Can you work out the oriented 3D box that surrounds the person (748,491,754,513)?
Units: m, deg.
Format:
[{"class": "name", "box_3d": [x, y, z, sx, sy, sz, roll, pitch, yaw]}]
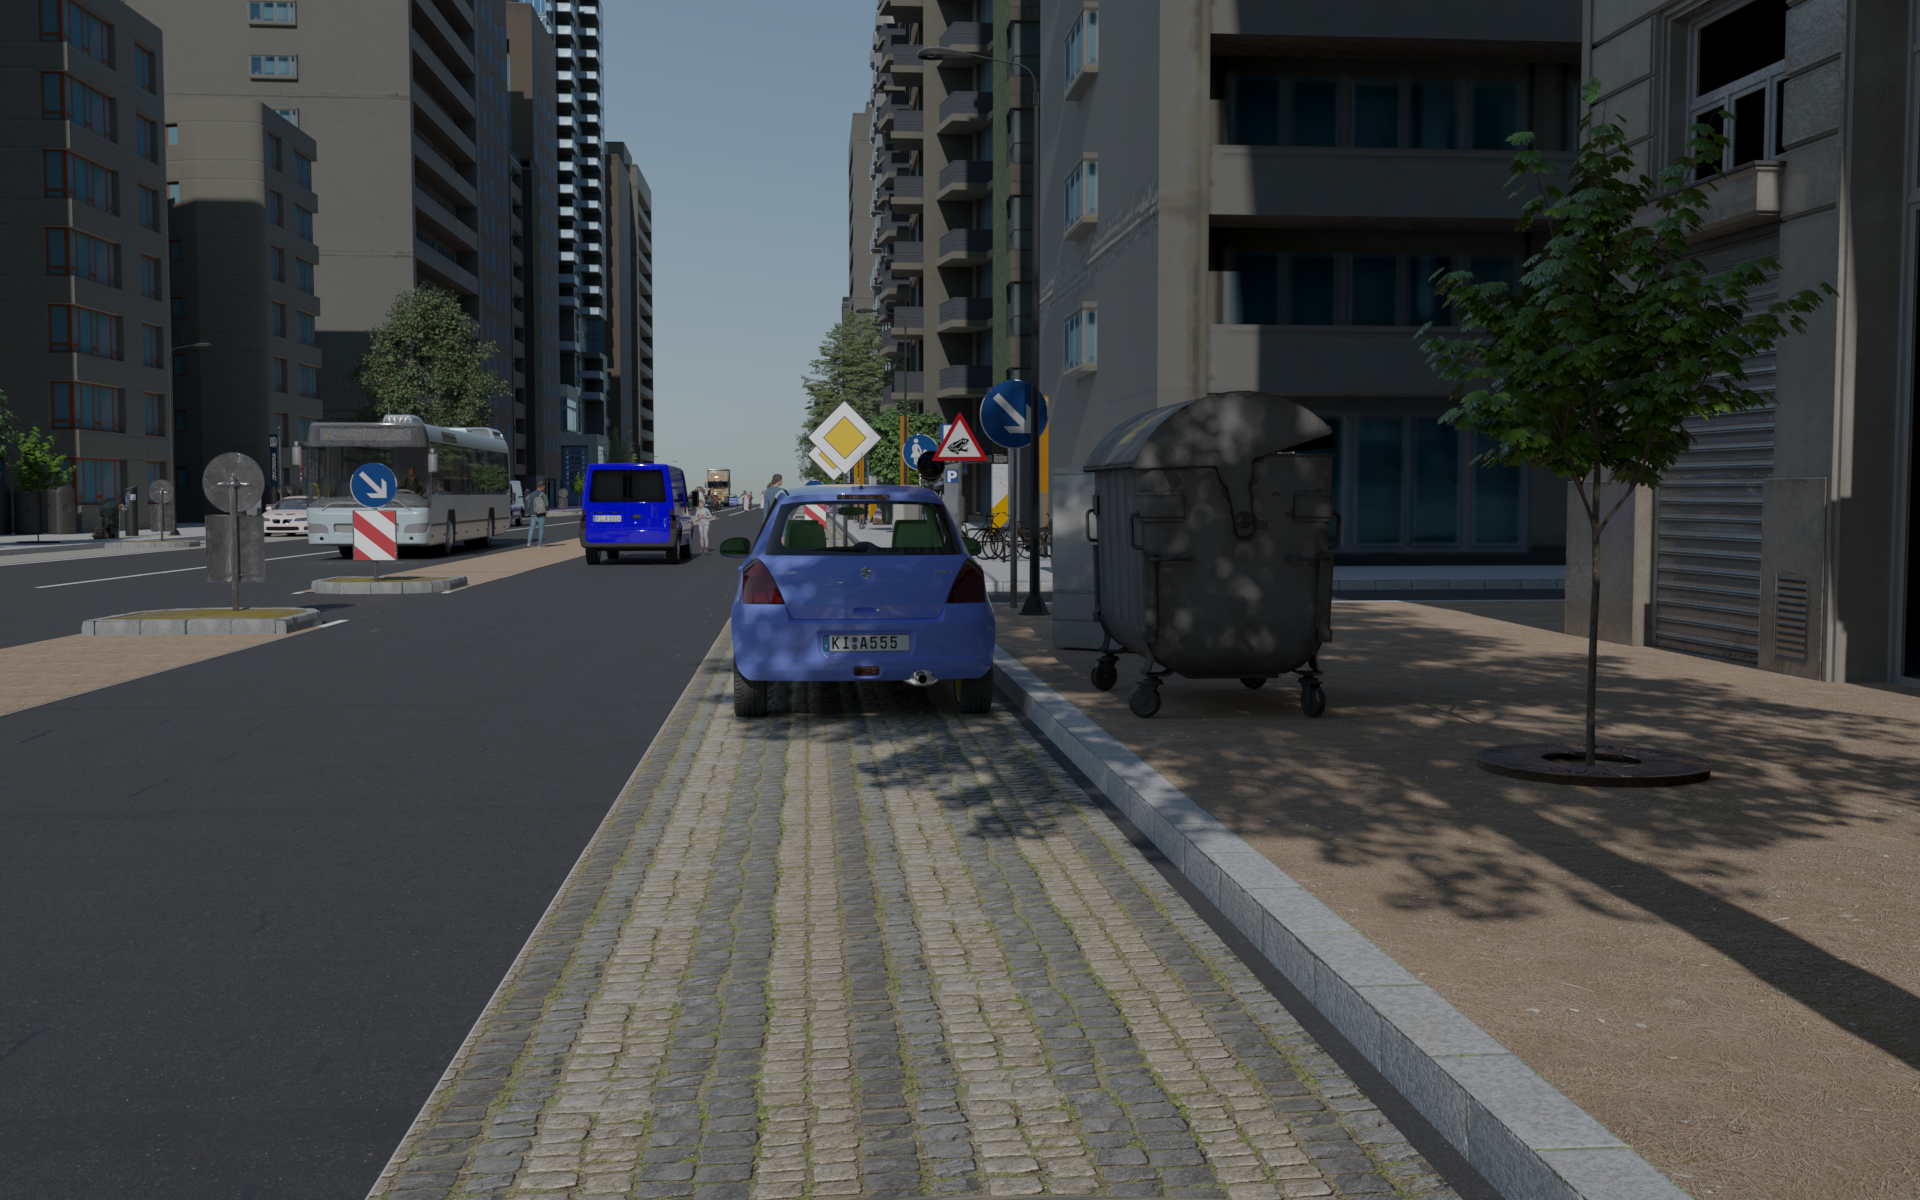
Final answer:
[{"class": "person", "box_3d": [-15.825, -7.425, 131.360, 0.415, 1.643, 0.593, -2, 4, -35]}]

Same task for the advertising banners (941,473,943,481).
[{"class": "advertising banners", "box_3d": [-0.600, -3.321, 50.485, 0.090, 3.025, 2.074, 0, 4, 6]}]

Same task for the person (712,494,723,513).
[{"class": "person", "box_3d": [-18.734, -7.401, 132.769, 1.065, 1.426, 0.557, 1, 4, 11]}]

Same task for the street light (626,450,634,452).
[{"class": "street light", "box_3d": [-35.194, -12.927, 183.903, 1.470, 5.913, 1.316, 0, 4, -5]}]

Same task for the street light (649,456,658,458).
[{"class": "street light", "box_3d": [-37.755, -14.682, 212.595, 1.470, 5.913, 1.316, 0, 4, -5]}]

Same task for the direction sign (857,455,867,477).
[{"class": "direction sign", "box_3d": [-4.577, -5.366, 79.728, 0.379, 3.537, 0.876, 3, 4, 36]}]

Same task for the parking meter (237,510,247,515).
[{"class": "parking meter", "box_3d": [-28.388, -3.834, 68.404, 0.255, 1.863, 0.399, 1, 4, 10]}]

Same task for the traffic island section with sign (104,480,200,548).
[{"class": "traffic island section with sign", "box_3d": [-21.649, -2.323, 46.604, 1.989, 1.847, 2.006, 0, 4, -5]}]

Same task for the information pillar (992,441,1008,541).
[{"class": "information pillar", "box_3d": [1.089, -3.459, 47.912, 0.504, 3.616, 0.183, -2, 4, -29]}]

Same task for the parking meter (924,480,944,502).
[{"class": "parking meter", "box_3d": [-0.469, -1.401, 31.325, 0.372, 1.533, 0.369, 0, 3, 0]}]

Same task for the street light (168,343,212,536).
[{"class": "street light", "box_3d": [-23.708, -4.943, 53.353, 1.470, 5.913, 1.316, 0, 4, -5]}]

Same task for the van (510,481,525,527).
[{"class": "van", "box_3d": [-20.496, -4.399, 76.301, 2.240, 2.365, 5.245, 0, 4, -7]}]

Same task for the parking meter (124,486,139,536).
[{"class": "parking meter", "box_3d": [-25.231, -2.711, 52.732, 0.372, 1.533, 0.369, 0, 3, 0]}]

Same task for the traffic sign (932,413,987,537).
[{"class": "traffic sign", "box_3d": [-0.003, -1.699, 27.779, 0.884, 2.594, 0.081, 0, 4, 2]}]

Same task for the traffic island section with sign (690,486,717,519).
[{"class": "traffic island section with sign", "box_3d": [-15.166, -5.660, 100.670, 2.006, 1.907, 1.989, 0, 4, -5]}]

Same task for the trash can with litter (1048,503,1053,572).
[{"class": "trash can with litter", "box_3d": [1.947, -1.027, 28.177, 1.055, 1.170, 0.624, 0, 4, 6]}]

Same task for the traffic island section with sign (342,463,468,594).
[{"class": "traffic island section with sign", "box_3d": [-8.568, -1.082, 25.820, 2.006, 1.907, 1.989, 0, 4, -5]}]

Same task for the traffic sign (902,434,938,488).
[{"class": "traffic sign", "box_3d": [-0.844, -2.252, 36.918, 0.768, 2.556, 0.104, 0, 4, -3]}]

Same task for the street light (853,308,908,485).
[{"class": "street light", "box_3d": [-1.904, -4.336, 43.434, 1.470, 5.913, 1.316, 0, 4, -5]}]

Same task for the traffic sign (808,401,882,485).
[{"class": "traffic sign", "box_3d": [-1.242, -0.922, 18.710, 0.795, 2.450, 0.064, 0, 4, -5]}]

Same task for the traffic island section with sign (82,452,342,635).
[{"class": "traffic island section with sign", "box_3d": [-7.928, -0.630, 18.441, 2.006, 1.907, 1.989, 0, 4, -5]}]

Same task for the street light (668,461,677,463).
[{"class": "street light", "box_3d": [-40.286, -16.500, 242.309, 1.470, 5.913, 1.316, 0, 4, -5]}]

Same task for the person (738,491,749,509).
[{"class": "person", "box_3d": [-20.132, -9.329, 161.547, 1.217, 1.766, 0.721, 0, 4, -3]}]

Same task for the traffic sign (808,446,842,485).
[{"class": "traffic sign", "box_3d": [-1.942, -1.408, 26.665, 0.795, 2.450, 0.064, 0, 4, -5]}]

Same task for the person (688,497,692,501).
[{"class": "person", "box_3d": [-21.609, -7.779, 135.714, 0.705, 1.821, 1.348, 3, 5, 42]}]

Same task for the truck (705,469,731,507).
[{"class": "truck", "box_3d": [-27.179, -12.610, 195.083, 2.839, 4.237, 11.283, 0, 4, -7]}]

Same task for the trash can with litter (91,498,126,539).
[{"class": "trash can with litter", "box_3d": [-24.419, -2.340, 49.643, 0.624, 1.170, 1.055, 0, 4, -1]}]

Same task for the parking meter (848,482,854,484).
[{"class": "parking meter", "box_3d": [-5.390, -4.896, 85.754, 0.255, 1.863, 0.399, -2, 4, -28]}]

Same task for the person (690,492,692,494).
[{"class": "person", "box_3d": [-34.251, -12.963, 220.967, 0.721, 1.766, 1.217, 1, 4, 21]}]

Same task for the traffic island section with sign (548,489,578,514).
[{"class": "traffic island section with sign", "box_3d": [-28.488, -7.082, 124.415, 1.989, 1.847, 2.006, 0, 4, -5]}]

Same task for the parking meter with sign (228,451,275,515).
[{"class": "parking meter with sign", "box_3d": [-28.828, -4.543, 70.537, 1.738, 3.016, 0.543, -2, 4, -28]}]

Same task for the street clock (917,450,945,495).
[{"class": "street clock", "box_3d": [-0.483, -1.484, 28.836, 0.471, 2.002, 0.358, 0, 4, -2]}]

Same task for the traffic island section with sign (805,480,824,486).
[{"class": "traffic island section with sign", "box_3d": [-4.230, -2.482, 49.211, 1.989, 1.847, 2.006, 0, 4, -5]}]

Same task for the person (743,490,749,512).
[{"class": "person", "box_3d": [-17.508, -8.091, 141.463, 0.551, 1.740, 0.621, 1, 4, 12]}]

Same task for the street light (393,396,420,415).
[{"class": "street light", "box_3d": [-26.184, -6.688, 81.896, 1.470, 5.913, 1.316, 0, 4, -5]}]

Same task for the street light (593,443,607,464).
[{"class": "street light", "box_3d": [-32.957, -11.365, 158.356, 1.470, 5.913, 1.316, 0, 4, -5]}]

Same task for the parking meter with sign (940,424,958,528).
[{"class": "parking meter with sign", "box_3d": [-0.221, -2.823, 42.416, 0.543, 3.016, 1.738, 0, 3, 0]}]

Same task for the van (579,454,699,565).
[{"class": "van", "box_3d": [-6.779, -1.982, 36.787, 2.240, 2.365, 5.245, 0, 4, -5]}]

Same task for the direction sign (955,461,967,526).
[{"class": "direction sign", "box_3d": [0.041, -4.767, 69.944, 0.379, 3.537, 0.876, 2, 4, 34]}]

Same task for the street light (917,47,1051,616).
[{"class": "street light", "box_3d": [0.255, -2.793, 18.210, 1.470, 5.913, 1.316, 0, 4, -5]}]

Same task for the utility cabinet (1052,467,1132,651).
[{"class": "utility cabinet", "box_3d": [1.344, -0.331, 14.083, 1.173, 1.500, 0.318, 2, 4, 31]}]

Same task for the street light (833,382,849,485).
[{"class": "street light", "box_3d": [-4.574, -6.094, 72.173, 1.470, 5.913, 1.316, 0, 4, -5]}]

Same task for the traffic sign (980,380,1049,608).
[{"class": "traffic sign", "box_3d": [0.604, -1.180, 19.398, 0.768, 2.556, 0.104, 0, 4, 1]}]

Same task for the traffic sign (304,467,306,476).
[{"class": "traffic sign", "box_3d": [-25.759, -4.218, 69.078, 0.768, 2.556, 0.104, 0, 4, -4]}]

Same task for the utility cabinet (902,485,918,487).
[{"class": "utility cabinet", "box_3d": [-1.283, -2.036, 41.970, 0.318, 1.500, 1.173, 1, 4, 20]}]

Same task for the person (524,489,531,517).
[{"class": "person", "box_3d": [-26.349, -5.897, 105.590, 0.621, 1.740, 0.551, -2, 4, -30]}]

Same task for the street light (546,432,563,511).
[{"class": "street light", "box_3d": [-30.366, -9.607, 129.621, 1.470, 5.913, 1.316, 0, 4, -5]}]

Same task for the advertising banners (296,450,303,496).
[{"class": "advertising banners", "box_3d": [-25.261, -4.284, 66.224, 0.090, 3.025, 2.074, -2, 4, -26]}]

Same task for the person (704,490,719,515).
[{"class": "person", "box_3d": [-16.787, -6.551, 116.336, 1.217, 1.735, 0.721, 1, 4, 14]}]

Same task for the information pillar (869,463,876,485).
[{"class": "information pillar", "box_3d": [-3.920, -5.278, 77.654, 0.183, 3.616, 0.504, 2, 4, 30]}]
